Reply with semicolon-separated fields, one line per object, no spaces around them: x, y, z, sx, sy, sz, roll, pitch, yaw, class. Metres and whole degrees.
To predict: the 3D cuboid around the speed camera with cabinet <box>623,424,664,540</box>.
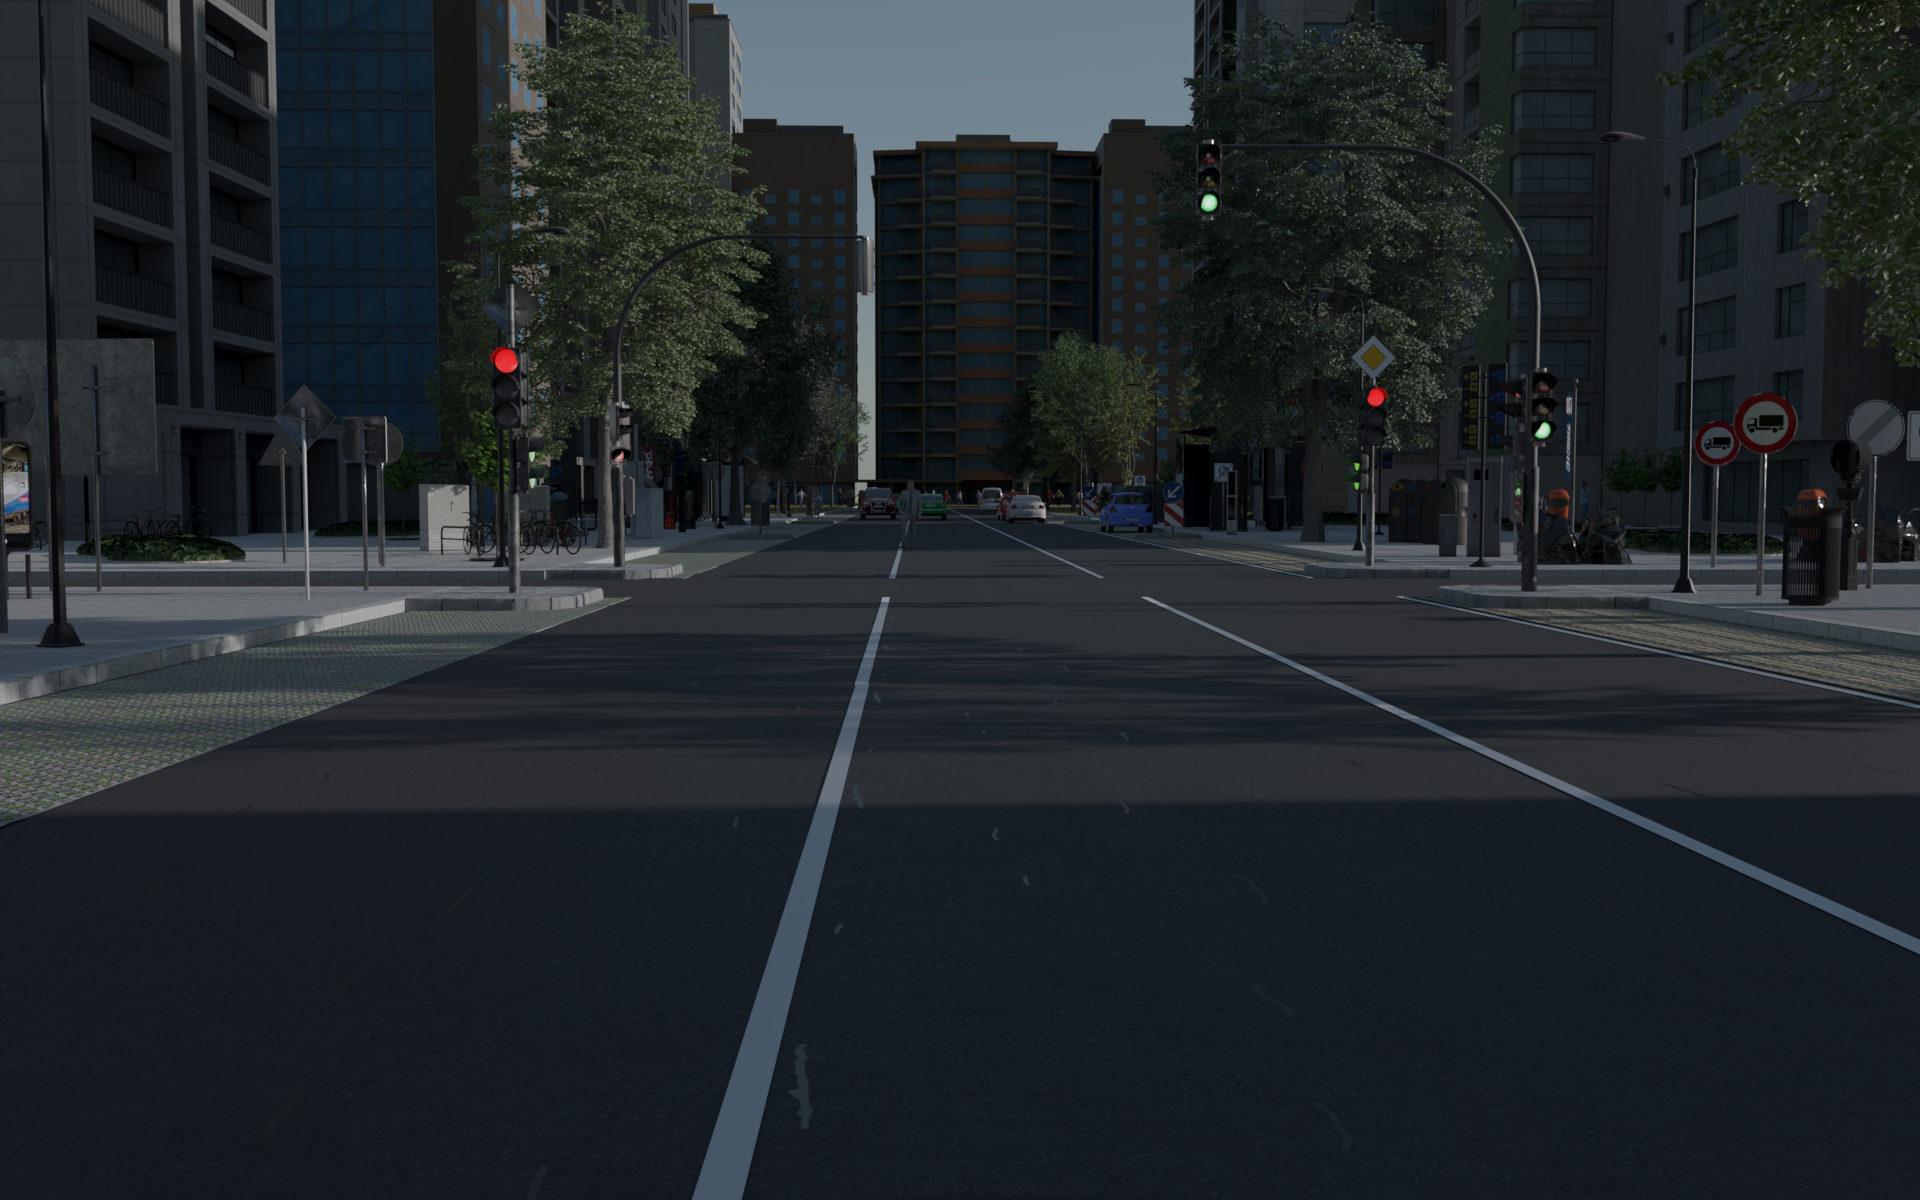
-9.172;-3.385;49.673;0.660;3.252;2.038;1;4;13;speed camera with cabinet

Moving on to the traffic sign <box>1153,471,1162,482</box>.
11.142;-5.904;96.635;0.768;2.556;0.104;0;3;0;traffic sign

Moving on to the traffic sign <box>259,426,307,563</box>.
-12.496;-1.956;31.979;0.884;2.594;0.081;0;4;-1;traffic sign

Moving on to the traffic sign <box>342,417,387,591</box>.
-7.872;-1.271;22.903;0.606;2.300;0.079;0;4;6;traffic sign

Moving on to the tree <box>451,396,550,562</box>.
-8.775;-2.365;33.262;1.663;3.219;1.824;0;3;0;tree

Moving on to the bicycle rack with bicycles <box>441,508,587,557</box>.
-9.708;-1.426;36.696;2.852;0.926;2.925;-3;5;-40;bicycle rack with bicycles

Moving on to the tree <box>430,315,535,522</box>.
-19.808;-7.382;71.051;4.360;8.622;3.978;0;3;0;tree

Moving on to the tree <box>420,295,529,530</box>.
-17.500;-6.834;62.091;4.737;8.622;4.395;0;3;0;tree

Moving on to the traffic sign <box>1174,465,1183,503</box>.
9.597;-4.558;74.632;0.768;2.556;0.104;0;4;6;traffic sign

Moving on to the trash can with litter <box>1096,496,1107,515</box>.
7.840;-5.018;93.438;0.624;1.170;1.055;3;4;37;trash can with litter

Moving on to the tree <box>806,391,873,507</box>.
-12.602;-15.028;171.467;9.928;11.665;9.643;0;3;0;tree

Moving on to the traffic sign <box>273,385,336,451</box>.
-7.935;-1.299;20.977;0.795;2.593;0.064;0;4;7;traffic sign

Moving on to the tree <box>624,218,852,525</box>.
-9.293;-9.436;71.291;9.611;12.733;9.660;0;3;0;tree

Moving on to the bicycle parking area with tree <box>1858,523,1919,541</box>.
25.530;-3.334;41.511;8.231;4.147;9.016;-1;4;-13;bicycle parking area with tree

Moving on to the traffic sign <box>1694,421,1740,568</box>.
13.165;-1.840;30.189;0.768;2.556;0.104;0;4;6;traffic sign

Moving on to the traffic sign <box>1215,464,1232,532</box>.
8.785;-3.405;57.803;0.606;2.300;0.079;0;4;1;traffic sign

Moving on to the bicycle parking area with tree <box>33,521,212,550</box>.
-23.987;-3.423;42.966;8.231;4.147;9.016;1;4;20;bicycle parking area with tree

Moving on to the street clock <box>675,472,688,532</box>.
-9.305;-3.266;57.975;0.358;2.002;0.471;2;4;25;street clock

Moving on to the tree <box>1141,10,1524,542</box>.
9.630;-8.541;46.298;9.857;13.997;8.962;0;3;0;tree

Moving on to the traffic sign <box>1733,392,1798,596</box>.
10.103;-1.328;21.813;0.768;2.556;0.104;0;4;6;traffic sign

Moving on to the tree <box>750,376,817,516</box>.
-10.524;-9.148;99.937;4.360;8.622;3.978;0;3;0;tree

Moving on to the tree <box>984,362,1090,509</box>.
7.255;-14.152;148.390;9.611;12.733;9.660;0;3;0;tree

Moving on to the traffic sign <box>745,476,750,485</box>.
-12.980;-6.341;103.681;0.884;2.594;0.081;0;4;0;traffic sign

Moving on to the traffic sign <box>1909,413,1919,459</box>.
11.993;-1.179;21.407;0.606;2.300;0.079;0;4;6;traffic sign

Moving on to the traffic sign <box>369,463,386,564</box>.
-10.595;-1.927;31.610;0.768;2.556;0.104;0;4;1;traffic sign

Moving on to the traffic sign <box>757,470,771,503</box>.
-10.275;-5.553;90.890;0.768;2.556;0.104;0;4;2;traffic sign

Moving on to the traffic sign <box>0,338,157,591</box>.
-11.664;-1.766;22.744;2.265;3.308;0.079;0;4;3;traffic sign

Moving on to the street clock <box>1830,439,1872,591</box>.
11.833;-1.130;23.051;0.358;2.002;0.471;-1;4;-22;street clock

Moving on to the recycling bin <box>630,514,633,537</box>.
-9.579;-2.439;52.440;0.722;1.027;0.722;0;4;-4;recycling bin

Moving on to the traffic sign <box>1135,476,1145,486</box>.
9.982;-5.752;96.179;0.606;2.300;0.079;0;4;2;traffic sign

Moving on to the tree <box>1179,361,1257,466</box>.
12.853;-8.654;91.857;4.737;8.622;4.395;0;3;0;tree

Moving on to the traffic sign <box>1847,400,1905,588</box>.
12.368;-1.430;23.489;0.768;2.556;0.104;0;4;2;traffic sign

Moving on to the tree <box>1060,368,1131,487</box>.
7.852;-9.286;102.182;4.360;8.622;3.978;0;3;0;tree

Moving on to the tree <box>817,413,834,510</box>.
-11.211;-10.211;117.319;4.360;8.622;3.978;0;3;0;tree

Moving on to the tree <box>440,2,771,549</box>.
-7.963;-7.492;40.620;7.486;12.596;7.792;0;3;0;tree

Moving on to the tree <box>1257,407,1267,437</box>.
15.291;-9.069;98.646;4.737;8.622;4.395;0;3;0;tree

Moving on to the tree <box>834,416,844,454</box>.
-11.304;-11.511;138.570;4.360;8.622;3.978;0;3;0;tree

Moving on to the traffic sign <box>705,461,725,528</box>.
-9.332;-4.030;65.997;0.768;2.556;0.104;0;4;5;traffic sign

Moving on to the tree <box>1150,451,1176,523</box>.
9.272;-5.067;77.454;1.663;3.219;1.824;0;3;0;tree

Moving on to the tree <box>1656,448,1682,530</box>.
26.826;-4.462;67.560;1.663;3.219;1.824;0;3;0;tree

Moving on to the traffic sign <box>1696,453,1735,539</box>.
13.851;-1.937;31.774;0.768;2.556;0.104;0;4;6;traffic sign

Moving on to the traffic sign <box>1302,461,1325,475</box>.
11.947;-3.583;58.686;0.768;2.556;0.104;0;4;1;traffic sign

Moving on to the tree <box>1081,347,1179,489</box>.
8.200;-8.291;85.926;4.737;8.622;4.395;0;3;0;tree

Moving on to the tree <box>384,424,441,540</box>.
-15.652;-3.287;48.339;1.663;3.219;1.824;0;3;0;tree

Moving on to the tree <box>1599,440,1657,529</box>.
23.598;-4.113;61.852;1.663;3.219;1.824;0;3;0;tree

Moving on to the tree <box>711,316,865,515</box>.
-11.203;-12.132;108.732;12.009;13.543;11.850;0;3;0;tree

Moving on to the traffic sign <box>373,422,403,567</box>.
-10.193;-1.860;30.524;0.768;2.556;0.104;0;4;2;traffic sign

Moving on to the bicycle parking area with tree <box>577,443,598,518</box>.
-19.988;-6.615;95.157;9.016;4.147;8.231;-1;4;-17;bicycle parking area with tree

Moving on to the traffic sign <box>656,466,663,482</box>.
-13.679;-4.730;77.439;0.768;2.556;0.104;0;4;6;traffic sign

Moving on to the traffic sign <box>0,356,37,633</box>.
-8.848;-0.969;15.944;0.768;2.556;0.104;0;4;8;traffic sign

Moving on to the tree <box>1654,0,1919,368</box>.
9.831;-5.956;15.513;7.486;12.596;7.792;0;3;0;tree
